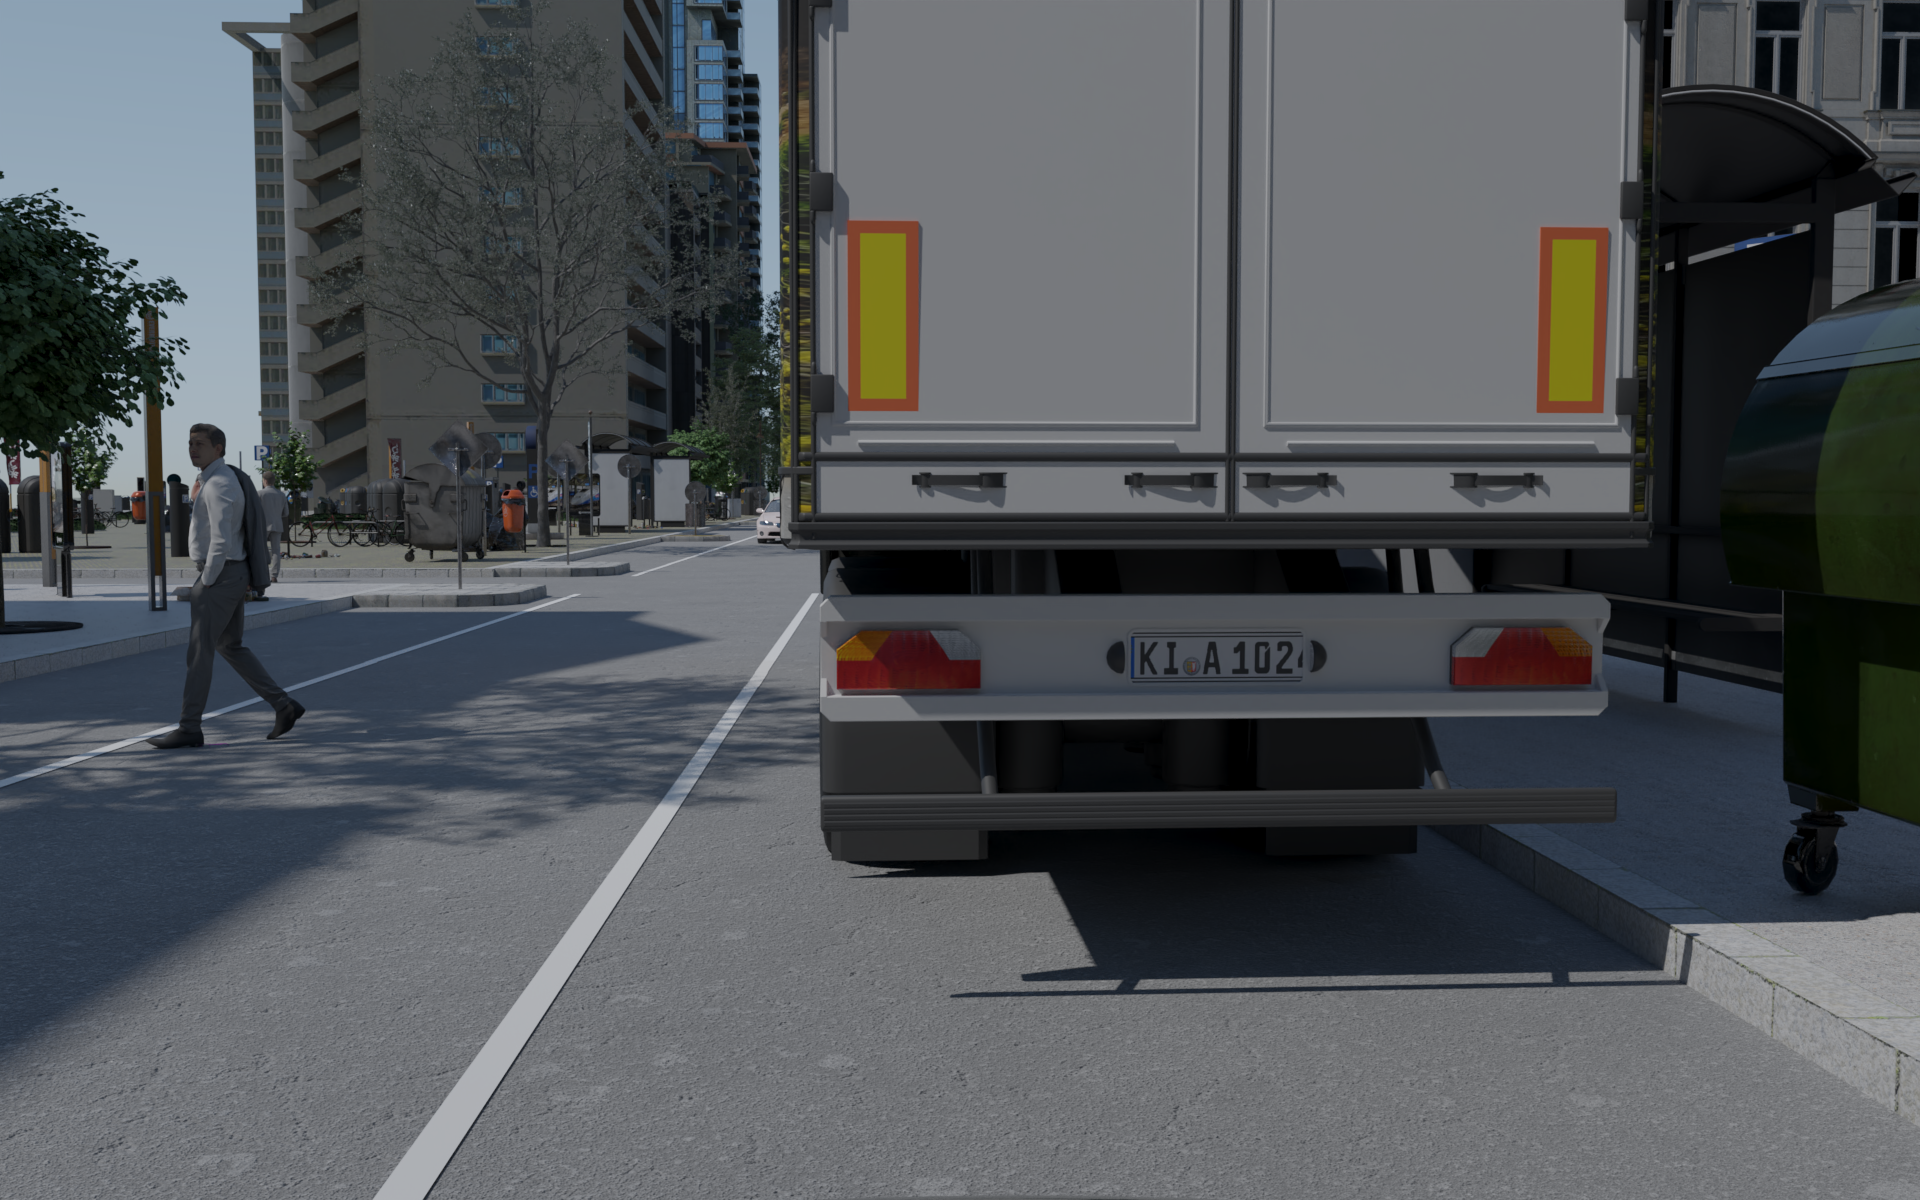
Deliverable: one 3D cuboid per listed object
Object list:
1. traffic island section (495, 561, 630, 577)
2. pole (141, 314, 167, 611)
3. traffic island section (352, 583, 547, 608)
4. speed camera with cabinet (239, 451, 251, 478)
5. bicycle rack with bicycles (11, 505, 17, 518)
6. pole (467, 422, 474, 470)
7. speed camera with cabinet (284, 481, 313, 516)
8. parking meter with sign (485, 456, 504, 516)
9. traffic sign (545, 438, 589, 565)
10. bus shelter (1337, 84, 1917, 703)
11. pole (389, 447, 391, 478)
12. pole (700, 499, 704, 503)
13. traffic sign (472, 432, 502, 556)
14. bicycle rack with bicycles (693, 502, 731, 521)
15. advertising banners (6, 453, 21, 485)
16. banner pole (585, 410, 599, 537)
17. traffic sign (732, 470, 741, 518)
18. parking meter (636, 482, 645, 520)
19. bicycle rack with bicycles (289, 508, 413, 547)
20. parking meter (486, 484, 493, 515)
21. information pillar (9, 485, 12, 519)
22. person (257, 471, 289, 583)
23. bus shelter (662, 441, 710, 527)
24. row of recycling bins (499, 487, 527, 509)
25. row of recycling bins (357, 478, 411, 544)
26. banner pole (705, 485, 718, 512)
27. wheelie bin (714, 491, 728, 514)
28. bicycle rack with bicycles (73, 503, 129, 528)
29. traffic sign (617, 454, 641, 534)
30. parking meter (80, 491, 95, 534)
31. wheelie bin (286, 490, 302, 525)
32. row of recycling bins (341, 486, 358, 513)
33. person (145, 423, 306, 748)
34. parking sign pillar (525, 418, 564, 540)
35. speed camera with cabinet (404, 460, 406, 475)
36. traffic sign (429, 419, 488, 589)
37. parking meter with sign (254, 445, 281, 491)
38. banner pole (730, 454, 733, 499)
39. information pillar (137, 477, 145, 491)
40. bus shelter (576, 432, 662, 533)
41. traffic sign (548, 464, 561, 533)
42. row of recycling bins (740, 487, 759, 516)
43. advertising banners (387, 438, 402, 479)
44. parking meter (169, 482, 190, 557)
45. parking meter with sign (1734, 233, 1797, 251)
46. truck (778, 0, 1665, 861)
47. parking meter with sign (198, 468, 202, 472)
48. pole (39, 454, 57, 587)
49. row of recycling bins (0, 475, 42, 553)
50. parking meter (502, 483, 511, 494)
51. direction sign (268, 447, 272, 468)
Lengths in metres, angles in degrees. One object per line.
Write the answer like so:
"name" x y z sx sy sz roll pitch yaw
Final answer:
"traffic island section" -7.107 -0.553 31.324 2.009 0.180 2.903 0 4 -2
"pole" -8.830 -1.537 18.967 0.158 3.312 0.155 0 3 0
"traffic island section" -6.758 -0.065 23.346 2.009 0.180 2.903 0 4 -2
"speed camera with cabinet" -33.624 -5.199 79.346 2.038 3.252 0.660 -2 4 -34
"bicycle rack with bicycles" -42.908 -4.177 81.672 2.925 0.926 2.852 3 4 37
"pole" -13.855 -3.379 49.093 0.158 3.312 0.155 0 3 0
"speed camera with cabinet" -37.396 -6.338 97.957 0.660 3.252 2.038 1 4 12
"parking meter with sign" -21.114 -5.000 78.018 0.543 3.016 1.738 0 4 6
"traffic sign" -7.084 -1.689 31.263 0.795 2.450 0.064 0 4 -2
"bus shelter" 3.603 -1.066 11.349 2.014 3.302 5.546 0 4 -2
"pole" -22.872 -4.644 69.774 0.158 3.312 0.155 0 3 0
"pole" -13.959 -6.108 93.716 0.158 3.312 0.155 0 3 0
"traffic sign" -9.836 -2.181 35.757 0.768 2.556 0.104 0 4 -2
"bicycle rack with bicycles" -12.386 -4.228 82.508 2.925 0.926 2.852 0 4 -3
"advertising banners" -26.981 -3.333 50.681 2.074 3.025 0.090 0 4 5
"banner pole" -11.122 -3.797 52.104 0.401 3.779 0.863 -1 4 -19
"traffic sign" -11.735 -5.473 89.484 0.884 2.594 0.081 0 4 6
"parking meter" -15.688 -4.857 85.118 0.399 1.863 0.255 2 4 30
"bicycle rack with bicycles" -14.593 -1.788 42.615 2.925 0.926 2.852 1 4 12
"parking meter" -11.956 -2.153 43.617 0.372 1.533 0.369 0 3 0
"information pillar" -49.183 -6.013 89.668 0.183 3.616 0.504 -2 4 -32
"person" -11.236 -1.184 28.058 0.583 1.804 0.606 3 4 36
"bus shelter" -11.282 -4.612 69.334 2.014 3.302 5.546 0 4 -2
"row of recycling bins" -26.236 -5.701 100.322 3.534 1.692 1.069 -3 5 -42
"row of recycling bins" -15.132 -2.381 46.042 1.069 1.692 3.534 -2 4 -27
"banner pole" -12.778 -6.086 89.519 0.863 3.779 0.401 0 4 7
"wheelie bin" -13.992 -5.731 101.609 0.980 1.594 0.693 1 4 16
"bicycle rack with bicycles" -33.163 -3.211 65.886 2.925 0.926 2.852 -1 4 -10
"traffic sign" -10.583 -3.382 55.398 0.768 2.556 0.104 0 4 4
"parking meter" -28.108 -2.898 55.786 0.372 1.533 0.369 0 3 0
"wheelie bin" -27.433 -3.873 71.227 0.693 1.594 0.980 -2 4 -29
"row of recycling bins" -29.703 -4.946 87.978 1.069 1.692 3.534 1 4 19
"person" -4.219 -0.081 9.918 0.850 1.850 0.679 -1 4 -22
"parking sign pillar" -11.969 -3.705 49.046 1.447 3.967 1.447 0 4 -6
"speed camera with cabinet" -32.669 -6.600 102.251 0.660 3.252 2.038 0 4 4
"traffic sign" -6.735 -1.201 23.286 0.795 2.450 0.064 0 4 -2
"parking meter with sign" -24.920 -4.069 62.792 0.543 3.016 1.738 0 4 1
"banner pole" -14.081 -7.109 106.253 0.401 3.779 0.863 -2 4 -28
"information pillar" -35.476 -4.316 75.057 0.304 2.012 0.304 -1 4 -22
"bus shelter" -11.706 -4.013 59.536 2.014 3.302 5.546 0 4 -3
"traffic sign" -12.275 -3.234 52.983 0.768 2.556 0.104 0 4 7
"row of recycling bins" -12.679 -5.980 104.879 1.069 1.692 3.534 -1 4 -12
"advertising banners" -17.287 -3.594 54.952 0.090 3.025 2.074 2 4 34
"parking meter" -15.912 -1.646 35.328 0.372 1.533 0.369 0 3 0
"parking meter with sign" 6.186 -0.979 12.274 1.738 3.016 0.543 -2 4 -35
"truck" 0.394 -1.305 10.247 2.839 4.237 11.283 0 4 -3
"parking meter with sign" -38.166 -5.663 88.853 0.543 3.016 1.738 2 4 27
"pole" -12.574 -1.837 23.872 0.158 3.312 0.155 0 3 0
"row of recycling bins" -21.482 -1.863 37.573 3.534 1.692 1.069 -1 4 -12
"parking meter" -23.580 -5.164 90.135 0.255 1.863 0.399 3 5 40
"direction sign" -33.165 -5.586 83.320 0.379 3.537 0.876 -2 4 -30
